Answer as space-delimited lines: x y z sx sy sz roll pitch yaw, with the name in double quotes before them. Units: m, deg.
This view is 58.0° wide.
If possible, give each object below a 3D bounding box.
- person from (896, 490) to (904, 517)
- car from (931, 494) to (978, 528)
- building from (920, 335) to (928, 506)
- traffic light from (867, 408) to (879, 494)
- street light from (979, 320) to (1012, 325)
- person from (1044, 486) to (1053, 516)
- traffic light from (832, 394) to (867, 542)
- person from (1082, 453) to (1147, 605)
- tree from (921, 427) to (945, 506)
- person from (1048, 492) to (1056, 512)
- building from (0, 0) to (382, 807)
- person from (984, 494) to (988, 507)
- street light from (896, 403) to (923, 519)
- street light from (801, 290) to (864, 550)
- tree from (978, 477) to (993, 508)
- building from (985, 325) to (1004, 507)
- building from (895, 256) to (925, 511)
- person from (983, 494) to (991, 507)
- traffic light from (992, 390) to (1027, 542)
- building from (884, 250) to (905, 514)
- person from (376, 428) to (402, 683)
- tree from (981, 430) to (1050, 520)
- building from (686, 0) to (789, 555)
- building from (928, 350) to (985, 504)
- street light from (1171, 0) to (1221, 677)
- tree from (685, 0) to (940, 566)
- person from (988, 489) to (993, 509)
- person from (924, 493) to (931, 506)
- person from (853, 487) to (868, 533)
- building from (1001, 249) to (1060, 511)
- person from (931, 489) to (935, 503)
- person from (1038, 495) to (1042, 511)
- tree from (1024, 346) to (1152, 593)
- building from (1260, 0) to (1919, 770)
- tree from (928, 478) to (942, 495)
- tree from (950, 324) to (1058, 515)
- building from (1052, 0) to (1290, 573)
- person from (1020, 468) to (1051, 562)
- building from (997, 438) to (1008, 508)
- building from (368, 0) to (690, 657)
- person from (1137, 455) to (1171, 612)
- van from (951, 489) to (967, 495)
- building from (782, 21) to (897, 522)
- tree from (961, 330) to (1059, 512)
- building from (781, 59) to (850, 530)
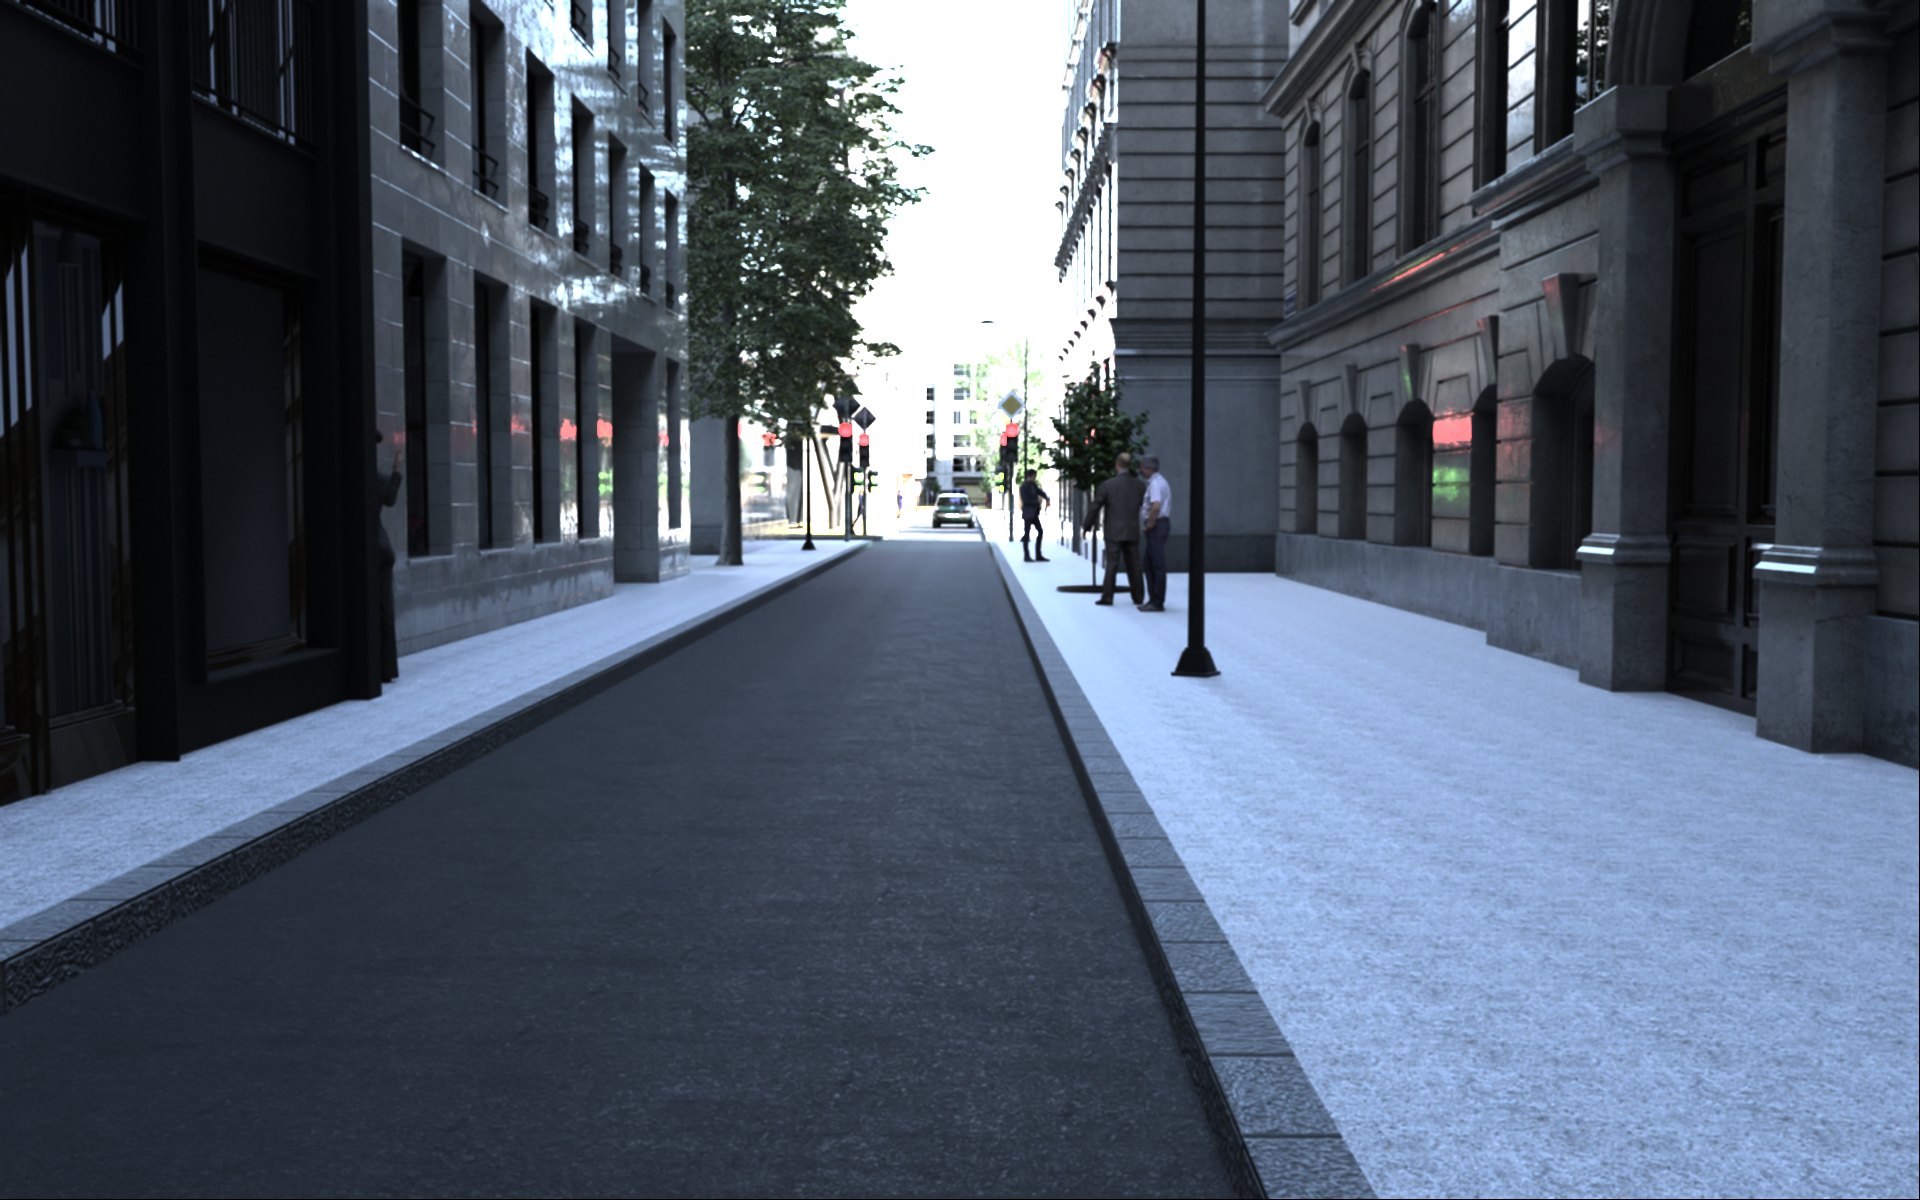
"person" -3.333 -5.376 96.314 0.453 1.535 0.546 0 4 -7
"car" -0.253 -3.897 73.509 2.009 1.686 4.222 0 4 2
"building" -19.879 -20.221 197.071 31.486 18.905 16.747 0 4 0
"traffic light" -2.968 -3.976 54.254 0.839 4.213 0.868 0 4 0
"street light" 1.215 -4.508 46.250 1.470 5.913 1.316 0 4 0
"person" 5.200 -5.832 101.269 0.599 1.838 0.709 1 4 9
"traffic light" -3.007 -3.488 46.269 0.839 4.213 0.868 0 4 0
"person" 1.845 -0.825 20.083 0.990 1.755 0.434 -1 4 -17
"tree" -3.728 -14.408 185.938 4.360 8.622 3.978 0 3 0
"person" 6.440 -6.921 122.431 0.697 1.427 0.421 2 4 24
"building" -9.862 -10.566 2.431 12.332 23.373 15.834 0 4 0
"person" 2.546 -9.335 161.935 0.557 1.426 1.065 3 5 41
"street light" -2.599 -7.085 88.385 1.470 5.913 1.316 0 4 0
"street light" -2.933 -4.101 39.593 1.470 5.913 1.316 0 4 0
"tree" 2.430 -10.099 159.717 1.663 3.219 1.824 0 3 0
"building" 11.519 -19.760 189.539 16.747 18.905 31.486 0 4 0
"building" -11.107 -17.068 135.477 16.016 20.091 11.380 0 4 0
"person" 2.864 -9.843 167.768 1.217 1.735 0.721 -1 4 -16
"traffic light" 1.354 -3.487 46.264 0.839 4.213 0.868 0 4 0
"building" -9.364 -15.453 117.287 10.561 19.102 19.286 0 4 0
"person" -4.052 -0.305 11.828 0.445 1.727 0.742 0 4 -4
"tree" 3.164 -6.278 86.354 4.285 4.588 4.351 0 3 0
"building" -13.462 -11.697 40.389 18.267 20.994 9.793 0 4 0
"building" -2.558 -21.717 221.536 31.486 18.905 16.747 0 4 0
"street light" 1.132 -2.421 12.120 1.470 5.913 1.316 0 4 0
"tree" -4.251 -6.925 31.346 7.486 12.596 7.792 0 3 0
"person" 2.659 -8.779 150.498 0.541 1.710 0.530 -1 4 -22
"person" -3.402 -10.977 188.769 1.065 1.426 0.557 -1 4 -11
"person" -3.345 -3.000 57.632 0.613 1.512 0.480 0 4 8
"building" 11.369 -17.313 139.483 16.016 20.091 11.380 0 4 0
"person" -2.870 -11.073 186.961 0.599 1.838 0.709 1 4 11
"person" 5.986 -7.698 131.919 1.348 1.823 0.705 2 4 32
"tree" 1.649 -1.724 22.781 1.663 3.219 1.824 0 3 0
"building" 10.001 -11.640 9.391 14.460 24.649 34.723 0 4 0
"tree" -3.001 -12.947 206.285 1.663 3.219 1.824 0 3 0
"tree" 3.259 -11.008 105.729 9.928 11.665 9.643 0 3 0
"building" 7.167 -11.452 36.389 9.793 20.994 18.267 0 4 0
"person" 1.462 -1.602 32.685 0.568 1.767 0.683 2 4 32
"building" 8.109 -13.331 160.115 9.099 9.664 28.070 0 4 0
"building" -9.560 -10.036 18.840 10.420 20.320 16.860 0 4 0
"person" 2.079 -0.729 18.901 0.436 1.711 0.756 1 4 22
"van" -0.241 -12.223 204.231 2.240 2.365 5.245 0 4 -1
"building" -11.971 -15.826 92.044 16.112 22.955 30.059 0 4 0
"tree" 2.579 -7.869 79.019 4.360 8.622 3.978 0 3 0
"building" -12.490 -11.934 62.569 16.820 18.784 16.811 0 4 0
